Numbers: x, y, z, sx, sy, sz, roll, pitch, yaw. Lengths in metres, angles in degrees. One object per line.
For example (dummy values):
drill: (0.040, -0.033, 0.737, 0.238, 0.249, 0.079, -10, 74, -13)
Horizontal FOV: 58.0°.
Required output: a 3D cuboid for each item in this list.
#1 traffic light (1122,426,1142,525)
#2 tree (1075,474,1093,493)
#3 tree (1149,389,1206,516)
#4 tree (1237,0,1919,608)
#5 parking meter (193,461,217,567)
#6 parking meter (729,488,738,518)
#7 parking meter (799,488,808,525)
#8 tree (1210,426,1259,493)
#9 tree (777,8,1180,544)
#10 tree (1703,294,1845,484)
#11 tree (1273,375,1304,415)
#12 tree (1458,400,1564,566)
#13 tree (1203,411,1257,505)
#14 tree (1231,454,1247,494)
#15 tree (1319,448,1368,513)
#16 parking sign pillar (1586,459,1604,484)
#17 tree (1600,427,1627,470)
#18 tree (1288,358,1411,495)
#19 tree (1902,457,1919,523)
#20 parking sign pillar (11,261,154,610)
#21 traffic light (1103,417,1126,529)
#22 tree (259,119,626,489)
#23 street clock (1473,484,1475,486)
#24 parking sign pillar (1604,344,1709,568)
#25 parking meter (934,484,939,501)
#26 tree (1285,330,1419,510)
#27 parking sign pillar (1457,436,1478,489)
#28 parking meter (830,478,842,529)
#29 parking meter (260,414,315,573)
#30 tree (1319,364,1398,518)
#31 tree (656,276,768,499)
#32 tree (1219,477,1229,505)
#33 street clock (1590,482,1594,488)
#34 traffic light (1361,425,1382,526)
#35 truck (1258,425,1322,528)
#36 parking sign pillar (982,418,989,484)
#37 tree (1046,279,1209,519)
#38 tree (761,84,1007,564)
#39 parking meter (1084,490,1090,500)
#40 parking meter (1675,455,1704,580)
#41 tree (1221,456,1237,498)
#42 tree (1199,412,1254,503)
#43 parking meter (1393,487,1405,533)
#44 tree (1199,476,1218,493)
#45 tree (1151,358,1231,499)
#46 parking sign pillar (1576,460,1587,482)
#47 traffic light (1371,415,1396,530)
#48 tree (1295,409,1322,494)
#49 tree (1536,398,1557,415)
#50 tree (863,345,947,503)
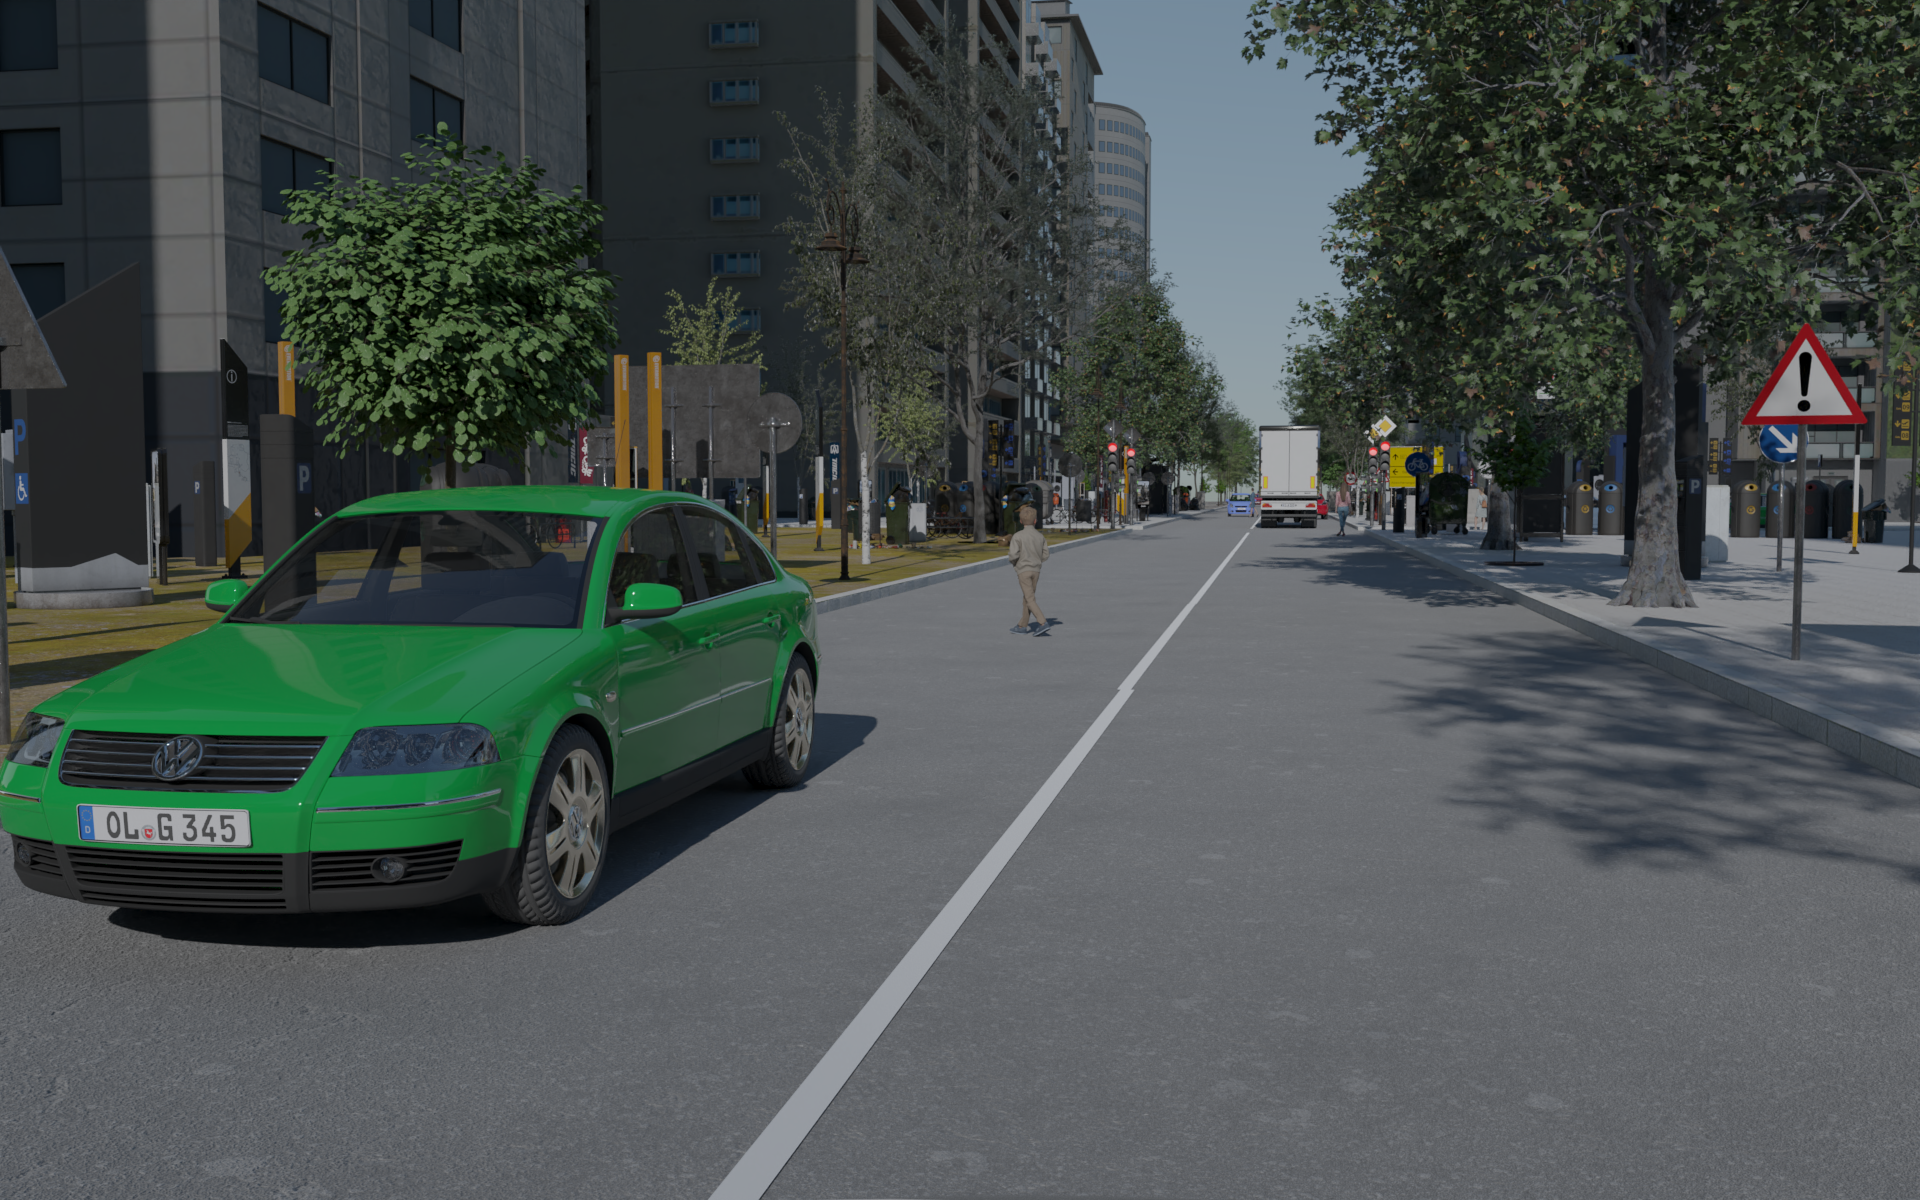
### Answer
traffic light: (7.068, -5.031, 71.181, 0.839, 4.253, 0.868, 1, 4, 10)
tree: (9.729, -8.654, 136.102, 1.663, 3.219, 1.824, 0, 3, 0)
tree: (12.593, -9.368, 103.523, 4.360, 8.622, 3.978, 0, 3, 0)
tree: (8.027, -6.282, 19.724, 9.611, 12.733, 9.660, 0, 3, 0)
parking meter: (-13.399, -1.530, 30.726, 0.399, 1.863, 0.255, 3, 5, 43)
parking meter: (-9.649, -3.996, 73.744, 0.372, 1.533, 0.369, 0, 3, 0)
parking meter: (-6.604, -3.954, 73.059, 0.372, 1.533, 0.369, 0, 3, 0)
tree: (46.228, -23.483, 290.593, 9.857, 13.997, 8.962, 0, 3, 0)
tree: (0.370, -8.222, 44.798, 12.009, 13.543, 11.850, 0, 3, 0)
tree: (25.481, -6.381, 54.698, 4.360, 8.622, 3.978, 0, 3, 0)
tree: (51.952, -24.161, 250.918, 12.611, 20.169, 13.585, 0, 3, 0)
tree: (10.046, -2.230, 31.054, 1.663, 3.219, 1.824, 0, 3, 0)
tree: (31.675, -17.320, 208.942, 9.928, 11.665, 9.643, 0, 3, 0)
tree: (44.470, -20.247, 281.405, 4.360, 8.622, 3.978, 0, 3, 0)
tree: (26.261, -8.274, 118.998, 4.285, 4.588, 4.351, 0, 3, 0)
parking sign pillar: (21.862, -4.203, 57.186, 1.447, 3.967, 1.447, -2, 4, -29)
tree: (28.528, -5.411, 72.191, 4.285, 4.588, 4.351, 0, 3, 0)
tree: (25.045, -10.851, 111.831, 8.767, 10.594, 7.601, 1, 4, 10)
tree: (42.662, -4.987, 76.135, 1.663, 3.219, 1.824, 0, 3, 0)
parking sign pillar: (-10.069, -1.917, 19.811, 1.447, 3.967, 1.447, 3, 5, 41)
traffic light: (5.622, -4.551, 63.328, 0.839, 4.253, 0.868, 1, 4, 10)
tree: (-4.477, -1.939, 15.413, 4.285, 4.588, 4.351, 0, 3, 0)
street clock: (35.845, -7.143, 121.361, 0.358, 2.002, 0.471, -3, 5, -43)
parking sign pillar: (12.474, -2.575, 30.580, 1.447, 3.967, 1.447, -3, 5, -43)
parking meter: (-1.252, -5.574, 96.843, 0.399, 1.863, 0.255, 1, 4, 13)
tree: (28.883, -13.503, 127.435, 9.857, 13.997, 8.962, 0, 3, 0)
parking sign pillar: (22.791, -5.495, 78.314, 1.447, 3.967, 1.447, 1, 4, 8)
parking meter: (-4.536, -3.535, 63.508, 0.399, 1.863, 0.255, 1, 4, 17)
parking meter: (-4.997, -0.441, 12.917, 0.255, 1.863, 0.399, 0, 4, 5)
tree: (21.244, -8.680, 92.286, 4.360, 8.622, 3.978, 0, 3, 0)
tree: (-8.699, -6.685, 59.661, 4.737, 8.622, 4.395, 0, 3, 0)
tree: (29.470, -12.331, 196.208, 1.663, 3.219, 1.824, 0, 3, 0)
street clock: (36.697, -5.893, 100.924, 0.471, 2.002, 0.358, -2, 4, -30)
traffic light: (16.524, -4.926, 69.463, 0.839, 4.253, 0.868, 1, 4, 10)
truck: (14.488, -5.331, 76.070, 2.839, 4.237, 11.283, 1, 4, 11)
parking sign pillar: (0.783, -4.446, 61.163, 1.447, 3.967, 1.447, 0, 4, -1)
tree: (9.270, -10.649, 91.116, 9.611, 12.733, 9.660, 0, 3, 0)
tree: (-1.584, -4.956, 31.396, 4.360, 8.622, 3.978, 0, 3, 0)
parking meter: (8.016, -6.159, 109.104, 0.372, 1.533, 0.369, 0, 3, 0)
parking meter: (10.867, -1.234, 25.885, 0.399, 1.863, 0.255, -1, 4, -22)
tree: (42.550, -19.755, 273.352, 4.737, 8.622, 4.395, 0, 3, 0)
tree: (36.885, -19.743, 240.931, 7.486, 12.596, 7.792, 0, 3, 0)
parking meter: (14.587, -3.006, 57.564, 0.372, 1.533, 0.369, 0, 3, 0)
tree: (23.759, -10.680, 169.219, 1.663, 3.219, 1.824, 0, 3, 0)
tree: (14.679, -11.259, 118.501, 7.601, 10.594, 8.767, 1, 4, 17)
parking sign pillar: (35.694, -6.776, 99.254, 1.447, 3.967, 1.447, 2, 4, 35)
traffic light: (15.078, -4.446, 61.610, 0.839, 4.253, 0.868, 1, 4, 10)
tree: (40.806, -16.537, 196.129, 9.928, 11.665, 9.643, 0, 3, 0)
tree: (23.176, -7.391, 71.205, 4.360, 8.622, 3.978, 0, 3, 0)
tree: (-2.502, -8.230, 84.924, 4.737, 8.622, 4.395, 0, 3, 0)
